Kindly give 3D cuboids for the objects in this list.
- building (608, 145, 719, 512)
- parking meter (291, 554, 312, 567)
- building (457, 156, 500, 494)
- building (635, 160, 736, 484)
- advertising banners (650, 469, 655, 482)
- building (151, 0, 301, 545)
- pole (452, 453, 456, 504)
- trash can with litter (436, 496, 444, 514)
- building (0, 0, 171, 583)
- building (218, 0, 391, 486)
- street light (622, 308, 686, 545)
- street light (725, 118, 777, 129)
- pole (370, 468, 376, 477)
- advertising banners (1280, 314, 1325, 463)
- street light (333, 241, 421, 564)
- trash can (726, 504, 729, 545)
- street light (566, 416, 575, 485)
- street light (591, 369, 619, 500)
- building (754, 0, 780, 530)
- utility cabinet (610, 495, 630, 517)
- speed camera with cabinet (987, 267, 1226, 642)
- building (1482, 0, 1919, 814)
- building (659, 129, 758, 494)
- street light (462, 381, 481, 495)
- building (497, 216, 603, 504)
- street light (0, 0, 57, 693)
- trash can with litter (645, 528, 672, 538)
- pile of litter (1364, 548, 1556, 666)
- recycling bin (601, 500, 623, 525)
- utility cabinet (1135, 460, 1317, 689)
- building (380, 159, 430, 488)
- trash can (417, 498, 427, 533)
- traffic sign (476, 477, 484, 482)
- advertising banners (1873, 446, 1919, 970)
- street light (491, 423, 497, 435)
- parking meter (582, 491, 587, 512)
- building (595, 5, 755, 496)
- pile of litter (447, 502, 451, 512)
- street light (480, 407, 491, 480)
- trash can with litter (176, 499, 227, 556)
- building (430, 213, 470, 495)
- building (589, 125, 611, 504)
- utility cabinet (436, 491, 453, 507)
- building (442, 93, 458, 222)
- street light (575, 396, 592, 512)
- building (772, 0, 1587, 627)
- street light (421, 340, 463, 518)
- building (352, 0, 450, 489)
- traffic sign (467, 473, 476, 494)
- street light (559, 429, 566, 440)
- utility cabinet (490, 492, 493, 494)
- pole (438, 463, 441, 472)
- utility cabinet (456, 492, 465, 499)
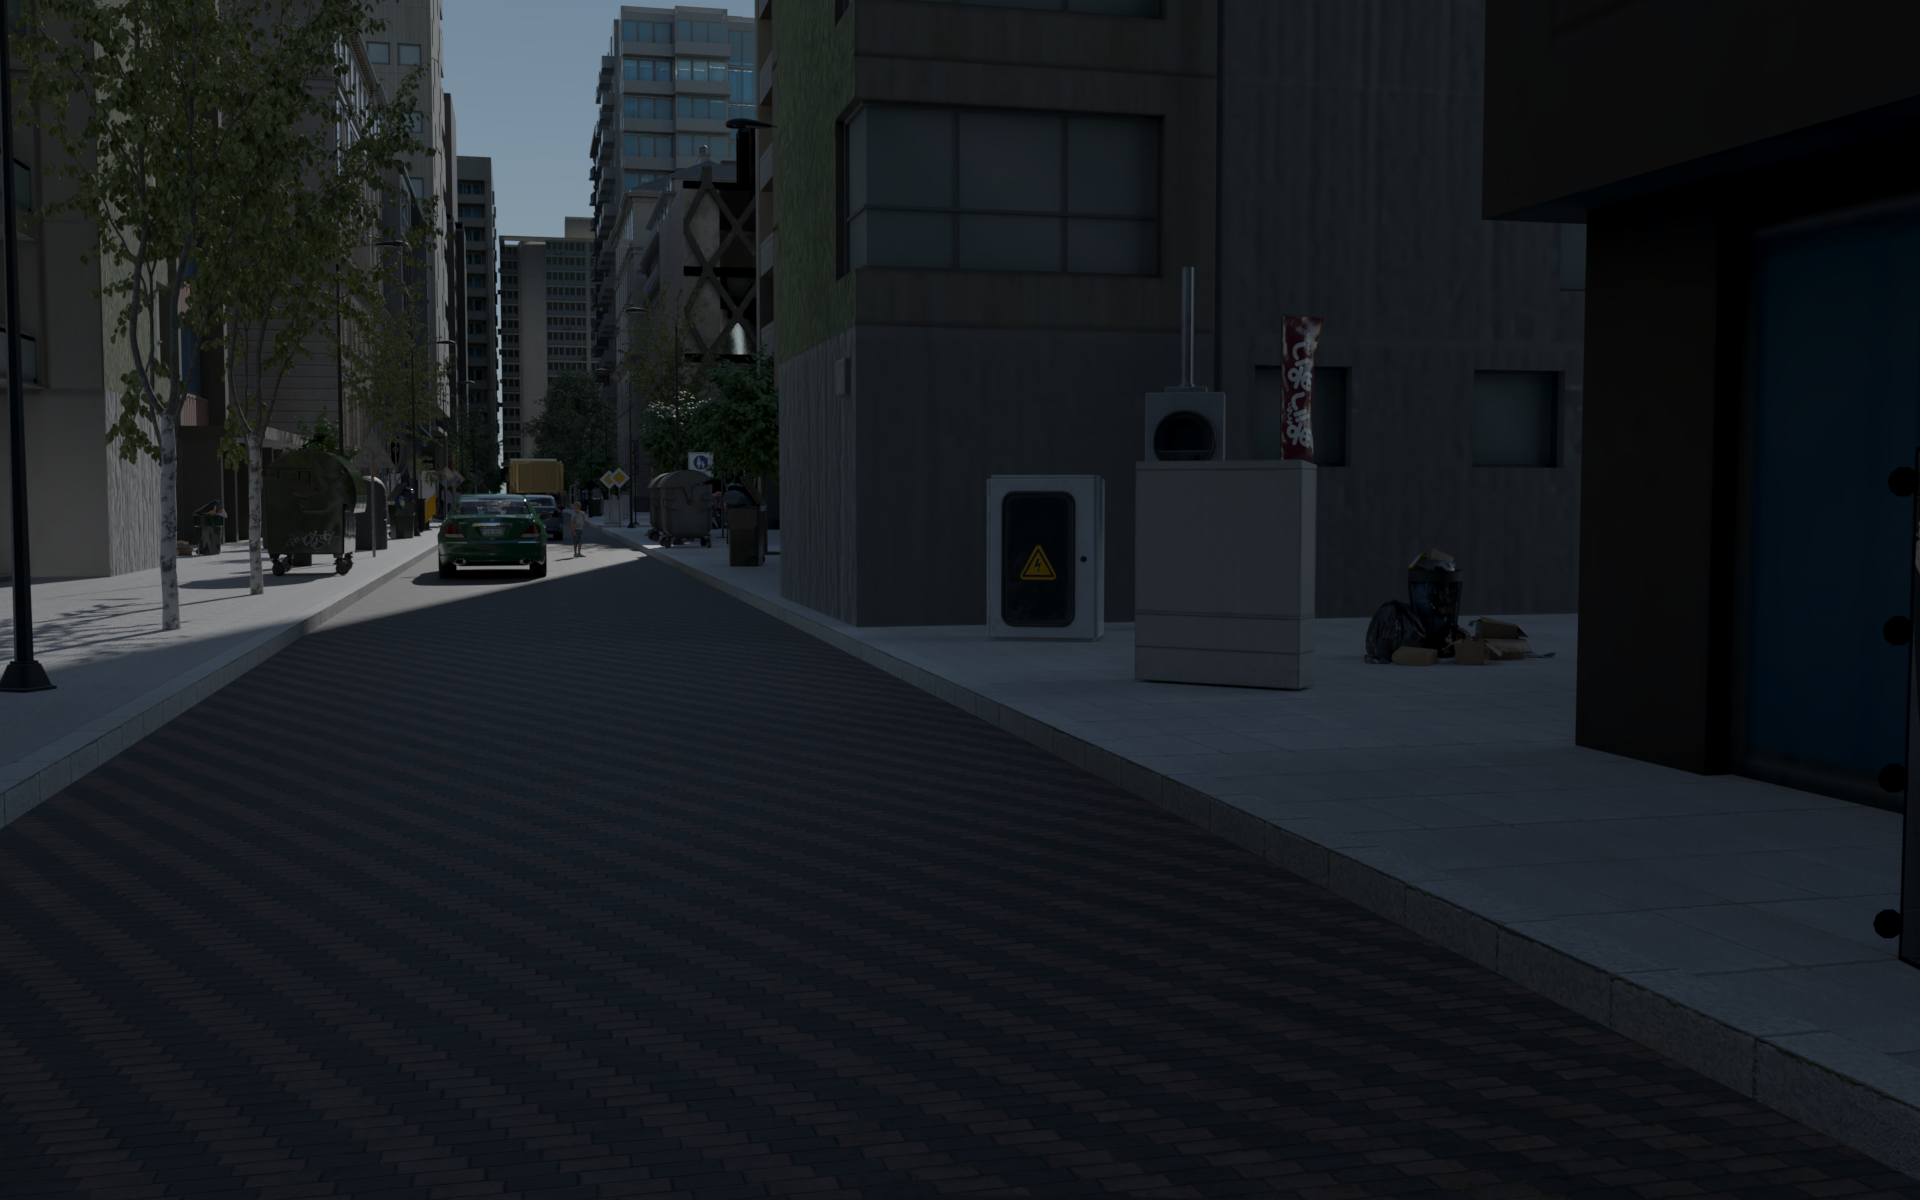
[{"bbox_3d":[-20.508,-20.681,135.390,12.463,27.353,25.104,-1,4,-14],"label":"building"},{"bbox_3d":[-11.709,-1.365,30.728,0.372,1.533,0.369,0,3,0],"label":"parking meter"},{"bbox_3d":[-73.728,-37.337,234.165,21.600,48.544,21.300,-1,4,-14],"label":"building"},{"bbox_3d":[-13.446,-16.528,112.029,13.314,21.916,24.055,-1,4,-14],"label":"building"},{"bbox_3d":[-16.559,-6.080,95.591,0.090,3.025,2.074,-3,5,-44],"label":"advertising banners"},{"bbox_3d":[-32.537,-23.742,42.811,28.867,44.769,22.147,-1,4,-14],"label":"building"},{"bbox_3d":[-25.259,-5.666,86.490,0.158,3.312,0.155,0,3,0],"label":"pole"},{"bbox_3d":[-24.570,-4.322,82.045,0.624,1.170,1.055,2,4,31],"label":"trash can with litter"},{"bbox_3d":[-19.514,-20.706,22.136,14.154,41.232,14.086,-1,4,-14],"label":"building"},{"bbox_3d":[-34.549,-17.475,82.982,12.463,27.353,25.104,-1,4,-14],"label":"building"},{"bbox_3d":[-7.638,-4.336,43.440,1.470,5.913,1.316,-1,4,-14],"label":"street light"},{"bbox_3d":[-2.211,-3.006,21.694,1.470,5.913,1.316,-1,4,-14],"label":"street light"},{"bbox_3d":[-20.929,-4.156,61.795,0.158,3.312,0.155,0,3,0],"label":"pole"},{"bbox_3d":[2.666,-1.250,16.633,2.074,3.025,0.090,-2,4,-27],"label":"advertising banners"},{"bbox_3d":[-10.801,-3.623,31.783,1.470,5.913,1.316,-1,4,-14],"label":"street light"},{"bbox_3d":[-5.374,-1.863,42.119,0.748,1.137,0.748,0,3,0],"label":"trash can"},{"bbox_3d":[-22.431,-7.967,102.802,1.470,5.913,1.316,-1,4,-14],"label":"street light"},{"bbox_3d":[-12.834,-5.629,64.567,1.470,5.913,1.316,-1,4,-14],"label":"street light"},{"bbox_3d":[5.540,-26.314,53.939,21.300,48.544,21.600,-1,4,-14],"label":"building"},{"bbox_3d":[-19.117,-5.271,97.345,1.020,1.237,0.306,-2,4,-30],"label":"utility cabinet"},{"bbox_3d":[1.279,-1.272,15.133,2.038,3.252,0.660,1,4,10],"label":"speed camera with cabinet"},{"bbox_3d":[11.123,-21.557,2.564,14.600,45.320,14.200,-1,4,-14],"label":"building"},{"bbox_3d":[-5.702,-13.340,85.556,16.811,18.784,16.820,-1,4,-14],"label":"building"},{"bbox_3d":[-20.632,-6.034,71.196,1.470,5.913,1.316,-1,4,-14],"label":"street light"},{"bbox_3d":[-53.080,-33.878,245.789,23.993,40.220,32.217,-1,4,-14],"label":"building"},{"bbox_3d":[-5.592,-2.369,11.278,1.470,5.913,1.316,-1,4,-14],"label":"street light"},{"bbox_3d":[-8.584,-2.361,49.995,1.055,1.170,0.624,0,4,6],"label":"trash can with litter"},{"bbox_3d":[3.889,0.031,13.463,1.719,0.858,1.176,-1,4,-11],"label":"pile of litter"},{"bbox_3d":[-14.667,-3.717,73.325,0.722,1.027,0.722,0,4,-4],"label":"recycling bin"},{"bbox_3d":[1.773,-0.179,11.601,1.173,1.500,0.318,2,4,31],"label":"utility cabinet"},{"bbox_3d":[-41.888,-17.810,110.255,14.314,24.678,30.058,-1,4,-14],"label":"building"},{"bbox_3d":[-18.120,-2.814,57.661,0.748,1.137,0.748,0,3,0],"label":"trash can"},{"bbox_3d":[-36.731,-8.091,132.385,0.768,2.556,0.104,-1,4,-10],"label":"traffic sign"},{"bbox_3d":[2.614,-0.461,3.729,0.090,3.025,2.074,0,4,-1],"label":"advertising banners"},{"bbox_3d":[-31.125,-8.583,112.869,1.470,5.913,1.316,-1,4,-14],"label":"street light"},{"bbox_3d":[-27.630,-7.282,127.475,0.372,1.533,0.369,0,3,0],"label":"parking meter"},{"bbox_3d":[-25.274,-34.054,176.393,23.786,49.044,30.456,-1,4,-14],"label":"building"},{"bbox_3d":[-38.198,-7.218,131.983,1.719,0.858,1.176,-3,4,-37],"label":"pile of litter"},{"bbox_3d":[-25.857,-7.304,91.964,1.470,5.913,1.316,-1,4,-14],"label":"street light"},{"bbox_3d":[-15.967,-1.522,36.278,1.055,1.170,0.624,-3,5,-43],"label":"trash can with litter"},{"bbox_3d":[-57.277,-24.670,175.062,14.160,30.474,14.107,-1,4,-14],"label":"building"},{"bbox_3d":[-32.310,-33.691,205.466,22.147,44.769,28.867,-1,4,-14],"label":"building"},{"bbox_3d":[-33.046,-6.241,110.721,1.173,1.500,0.318,-3,4,-38],"label":"utility cabinet"},{"bbox_3d":[-61.887,-32.915,188.276,14.600,45.320,14.200,-1,4,-14],"label":"building"},{"bbox_3d":[-17.309,-6.697,82.044,1.470,5.913,1.316,-1,4,-14],"label":"street light"},{"bbox_3d":[4.150,-20.803,23.730,14.154,41.232,14.086,-1,4,-14],"label":"building"},{"bbox_3d":[-15.946,-4.882,52.355,1.470,5.913,1.316,-1,4,-14],"label":"street light"},{"bbox_3d":[-59.599,-34.441,152.355,28.713,52.752,27.495,-1,4,-14],"label":"building"},{"bbox_3d":[-29.011,-6.264,102.515,0.768,2.556,0.104,0,4,-5],"label":"traffic sign"},{"bbox_3d":[-27.623,-9.242,123.654,1.470,5.913,1.316,-1,4,-14],"label":"street light"},{"bbox_3d":[-38.672,-8.158,142.069,0.318,1.500,1.173,-2,4,-35],"label":"utility cabinet"},{"bbox_3d":[-34.051,-7.309,113.345,0.158,3.312,0.155,0,3,0],"label":"pole"},{"bbox_3d":[-38.745,-7.629,133.419,1.173,1.500,0.318,-3,4,-39],"label":"utility cabinet"}]
